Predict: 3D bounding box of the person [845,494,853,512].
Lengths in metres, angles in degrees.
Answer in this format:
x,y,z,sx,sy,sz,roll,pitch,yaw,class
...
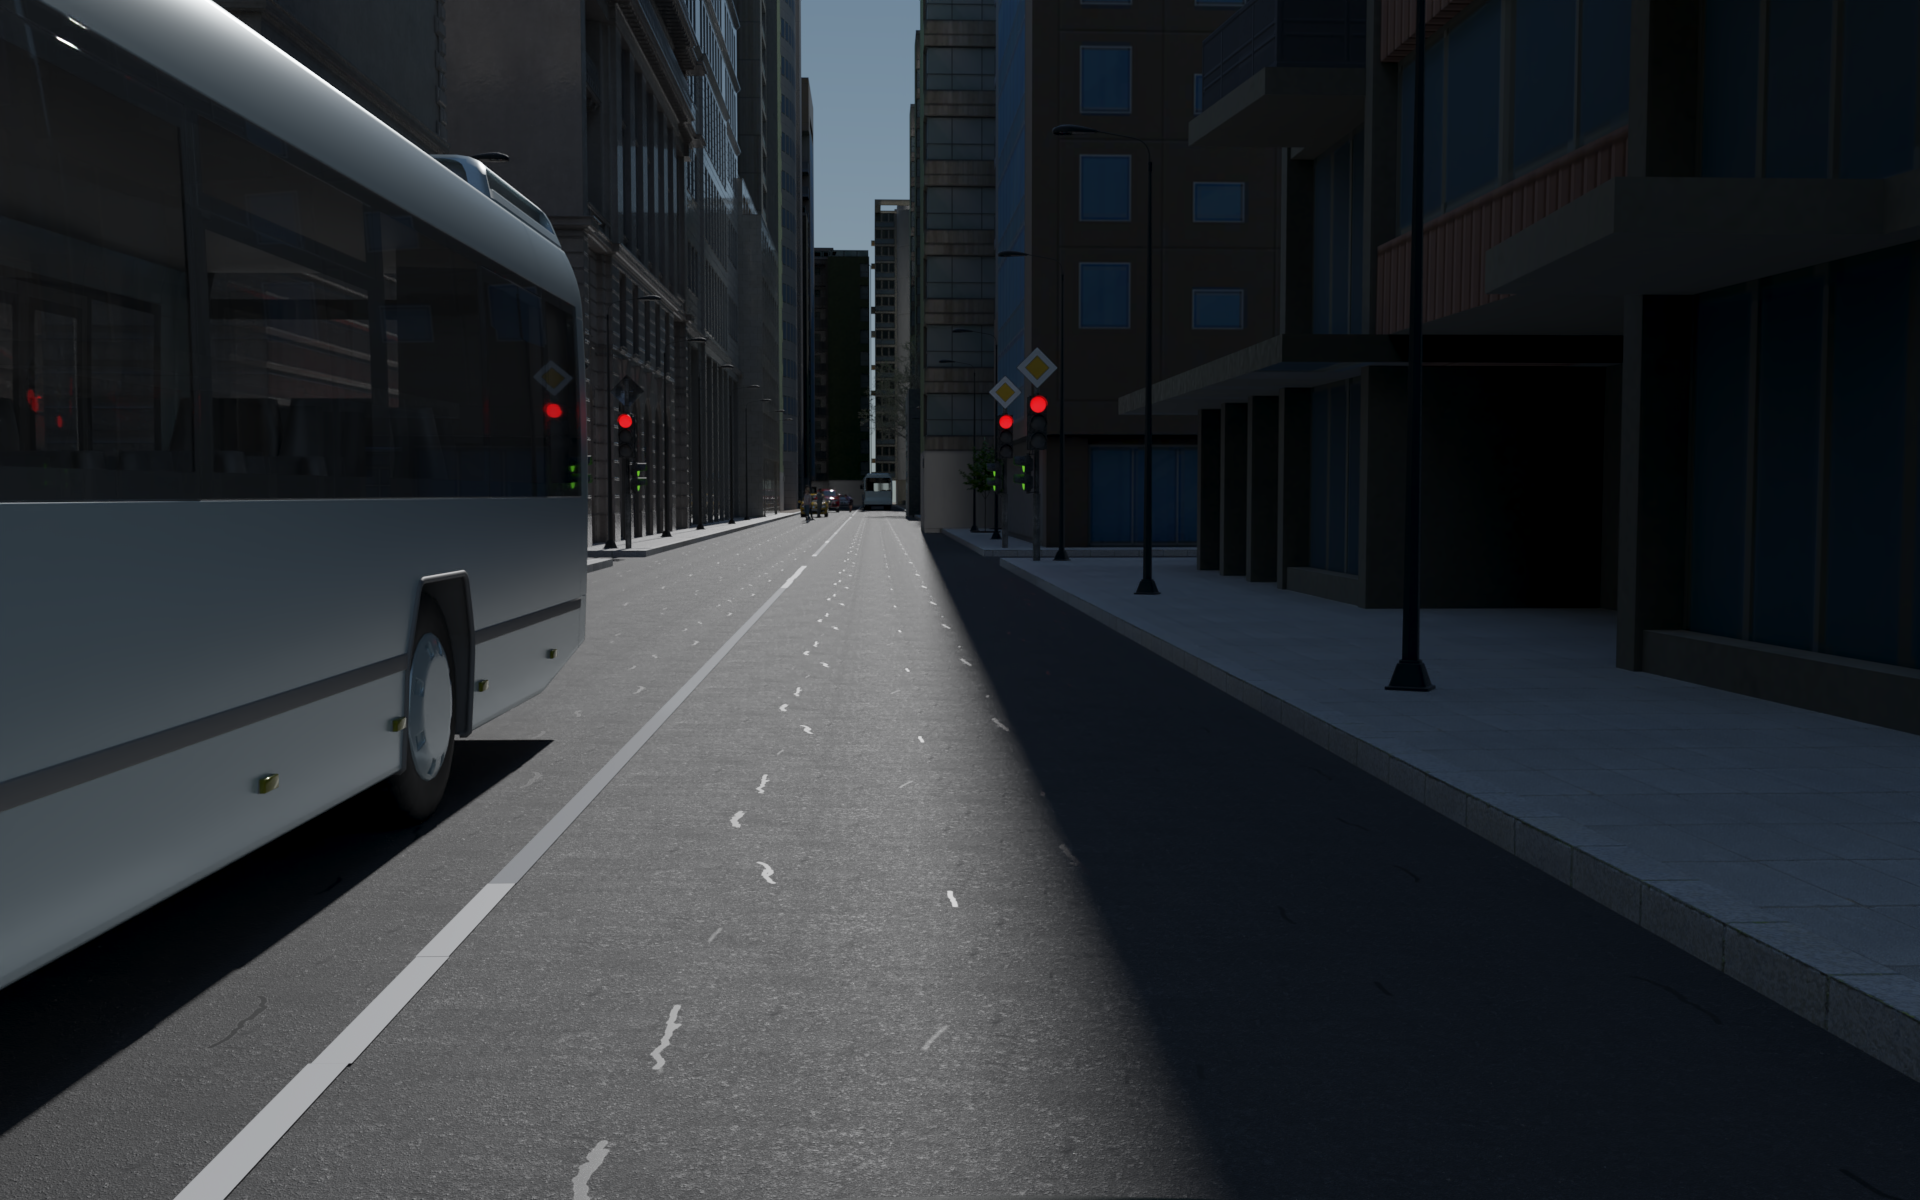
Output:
x,y,z,sx,sy,sz,roll,pitch,yaw,class
-8.749,-7.625,136.398,0.697,1.427,0.421,0,4,-2,person

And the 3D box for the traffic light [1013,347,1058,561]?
x,y,z,sx,sy,sz,roll,pitch,yaw,class
1.453,-2.708,33.201,0.839,4.253,0.868,0,4,-3,traffic light

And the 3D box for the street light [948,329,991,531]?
x,y,z,sx,sy,sz,roll,pitch,yaw,class
0.484,-4.663,48.774,1.470,5.913,1.316,0,4,-3,street light

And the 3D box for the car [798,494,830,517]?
x,y,z,sx,sy,sz,roll,pitch,yaw,class
-9.113,-6.012,108.512,2.015,1.641,3.980,0,4,-3,car

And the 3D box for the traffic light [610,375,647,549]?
x,y,z,sx,sy,sz,roll,pitch,yaw,class
-7.798,-3.168,40.717,0.839,4.253,0.868,0,4,-3,traffic light

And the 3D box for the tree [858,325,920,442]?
x,y,z,sx,sy,sz,roll,pitch,yaw,class
-2.149,-12.961,122.278,12.009,13.543,11.850,0,3,0,tree

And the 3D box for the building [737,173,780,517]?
x,y,z,sx,sy,sz,roll,pitch,yaw,class
-16.398,-15.156,102.550,10.420,20.320,16.860,0,4,-3,building

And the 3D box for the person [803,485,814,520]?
x,y,z,sx,sy,sz,roll,pitch,yaw,class
-8.240,-5.288,94.315,0.648,1.900,0.474,2,4,35,person

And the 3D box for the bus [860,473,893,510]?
x,y,z,sx,sy,sz,roll,pitch,yaw,class
-7.738,-10.148,160.786,2.948,3.499,13.247,0,4,-4,bus

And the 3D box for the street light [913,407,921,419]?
x,y,z,sx,sy,sz,roll,pitch,yaw,class
-1.634,-7.326,92.316,1.470,5.913,1.316,0,4,-3,street light

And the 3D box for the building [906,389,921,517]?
x,y,z,sx,sy,sz,roll,pitch,yaw,class
8.261,-48.122,99.472,22.319,86.520,31.000,0,4,-3,building

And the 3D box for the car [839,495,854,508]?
x,y,z,sx,sy,sz,roll,pitch,yaw,class
-12.040,-10.241,179.801,2.083,1.381,4.827,0,4,-3,car

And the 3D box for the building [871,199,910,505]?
x,y,z,sx,sy,sz,roll,pitch,yaw,class
0.960,-32.047,215.843,23.993,40.220,32.217,0,4,-3,building

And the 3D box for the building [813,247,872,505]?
x,y,z,sx,sy,sz,roll,pitch,yaw,class
-17.594,-26.551,205.805,14.107,30.474,14.160,0,4,-3,building

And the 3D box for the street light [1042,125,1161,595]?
x,y,z,sx,sy,sz,roll,pitch,yaw,class
1.858,-3.024,21.984,1.470,5.913,1.316,0,4,-3,street light

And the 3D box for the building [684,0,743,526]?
x,y,z,sx,sy,sz,roll,pitch,yaw,class
-16.672,-18.437,78.930,11.434,29.767,29.804,0,4,-3,building

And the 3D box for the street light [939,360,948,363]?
x,y,z,sx,sy,sz,roll,pitch,yaw,class
-0.036,-5.346,59.952,1.470,5.913,1.316,0,4,-3,street light

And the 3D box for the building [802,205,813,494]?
x,y,z,sx,sy,sz,roll,pitch,yaw,class
-21.790,-24.118,166.031,14.160,30.474,14.107,0,4,-3,building

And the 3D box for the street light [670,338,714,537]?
x,y,z,sx,sy,sz,roll,pitch,yaw,class
-8.227,-4.834,51.583,1.470,5.913,1.316,0,4,-3,street light

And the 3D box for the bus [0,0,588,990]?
x,y,z,sx,sy,sz,roll,pitch,yaw,class
-3.420,-0.577,4.302,2.948,3.499,13.247,0,4,-2,bus

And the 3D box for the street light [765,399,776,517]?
x,y,z,sx,sy,sz,roll,pitch,yaw,class
-9.918,-6.869,84.853,1.470,5.913,1.316,0,4,-3,street light

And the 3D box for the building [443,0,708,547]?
x,y,z,sx,sy,sz,roll,pitch,yaw,class
-15.357,-12.860,52.058,13.314,21.916,24.055,0,4,-3,building

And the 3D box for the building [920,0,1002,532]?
x,y,z,sx,sy,sz,roll,pitch,yaw,class
5.348,-23.645,70.184,14.154,41.232,14.086,0,4,-3,building

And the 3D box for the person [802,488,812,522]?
x,y,z,sx,sy,sz,roll,pitch,yaw,class
-7.691,-4.791,87.500,0.731,1.740,0.598,2,4,34,person

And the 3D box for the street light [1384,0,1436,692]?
x,y,z,sx,sy,sz,roll,pitch,yaw,class
2.421,-2.364,11.197,1.470,5.913,1.316,0,4,-3,street light

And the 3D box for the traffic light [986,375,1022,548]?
x,y,z,sx,sy,sz,roll,pitch,yaw,class
1.052,-3.196,41.176,0.839,4.253,0.868,0,4,-3,traffic light

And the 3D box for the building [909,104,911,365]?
x,y,z,sx,sy,sz,roll,pitch,yaw,class
2.877,-28.959,157.077,14.154,41.232,14.086,0,4,-3,building

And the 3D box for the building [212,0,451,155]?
x,y,z,sx,sy,sz,roll,pitch,yaw,class
-18.541,-12.092,26.583,19.941,23.489,11.050,0,4,-3,building

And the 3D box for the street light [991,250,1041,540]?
x,y,z,sx,sy,sz,roll,pitch,yaw,class
1.418,-3.709,33.186,1.470,5.913,1.316,0,4,-3,street light

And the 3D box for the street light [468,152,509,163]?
x,y,z,sx,sy,sz,roll,pitch,yaw,class
-6.832,-3.128,23.691,1.470,5.913,1.316,0,4,-3,street light

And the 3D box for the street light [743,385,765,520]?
x,y,z,sx,sy,sz,roll,pitch,yaw,class
-9.240,-6.210,74.072,1.470,5.913,1.316,0,4,-3,street light

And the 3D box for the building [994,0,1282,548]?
x,y,z,sx,sy,sz,roll,pitch,yaw,class
8.427,-24.271,46.942,14.200,45.320,14.600,0,4,-3,building

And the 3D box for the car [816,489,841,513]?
x,y,z,sx,sy,sz,roll,pitch,yaw,class
-10.490,-7.804,136.265,2.281,1.827,5.304,0,4,-4,car

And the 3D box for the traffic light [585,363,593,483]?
x,y,z,sx,sy,sz,roll,pitch,yaw,class
-7.397,-2.680,32.742,0.839,4.253,0.868,0,4,-3,traffic light

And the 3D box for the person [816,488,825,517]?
x,y,z,sx,sy,sz,roll,pitch,yaw,class
-8.540,-5.960,106.123,0.466,1.800,0.511,1,4,10,person

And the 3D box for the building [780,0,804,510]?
x,y,z,sx,sy,sz,roll,pitch,yaw,class
-24.181,-36.781,143.373,21.231,58.520,28.212,0,4,-3,building

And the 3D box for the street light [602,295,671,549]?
x,y,z,sx,sy,sz,roll,pitch,yaw,class
-7.686,-4.163,40.613,1.470,5.913,1.316,0,4,-3,street light

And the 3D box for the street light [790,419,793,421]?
x,y,z,sx,sy,sz,roll,pitch,yaw,class
-11.010,-8.221,106.954,1.470,5.913,1.316,0,4,-3,street light

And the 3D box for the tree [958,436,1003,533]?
x,y,z,sx,sy,sz,roll,pitch,yaw,class
0.717,-3.851,57.566,1.663,3.219,1.824,0,3,0,tree

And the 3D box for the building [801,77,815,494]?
x,y,z,sx,sy,sz,roll,pitch,yaw,class
-22.752,-32.600,183.122,14.200,45.320,14.600,0,4,-3,building

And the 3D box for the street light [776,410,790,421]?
x,y,z,sx,sy,sz,roll,pitch,yaw,class
-10.355,-7.542,95.846,1.470,5.913,1.316,0,4,-3,street light

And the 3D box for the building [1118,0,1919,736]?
x,y,z,sx,sy,sz,roll,pitch,yaw,class
14.251,-22.102,15.995,22.147,44.769,28.867,0,4,-3,building

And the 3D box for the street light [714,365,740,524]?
x,y,z,sx,sy,sz,roll,pitch,yaw,class
-8.830,-5.494,62.367,1.470,5.913,1.316,0,4,-3,street light

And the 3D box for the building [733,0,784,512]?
x,y,z,sx,sy,sz,roll,pitch,yaw,class
-19.933,-26.812,121.971,14.154,41.232,14.086,0,4,-3,building
